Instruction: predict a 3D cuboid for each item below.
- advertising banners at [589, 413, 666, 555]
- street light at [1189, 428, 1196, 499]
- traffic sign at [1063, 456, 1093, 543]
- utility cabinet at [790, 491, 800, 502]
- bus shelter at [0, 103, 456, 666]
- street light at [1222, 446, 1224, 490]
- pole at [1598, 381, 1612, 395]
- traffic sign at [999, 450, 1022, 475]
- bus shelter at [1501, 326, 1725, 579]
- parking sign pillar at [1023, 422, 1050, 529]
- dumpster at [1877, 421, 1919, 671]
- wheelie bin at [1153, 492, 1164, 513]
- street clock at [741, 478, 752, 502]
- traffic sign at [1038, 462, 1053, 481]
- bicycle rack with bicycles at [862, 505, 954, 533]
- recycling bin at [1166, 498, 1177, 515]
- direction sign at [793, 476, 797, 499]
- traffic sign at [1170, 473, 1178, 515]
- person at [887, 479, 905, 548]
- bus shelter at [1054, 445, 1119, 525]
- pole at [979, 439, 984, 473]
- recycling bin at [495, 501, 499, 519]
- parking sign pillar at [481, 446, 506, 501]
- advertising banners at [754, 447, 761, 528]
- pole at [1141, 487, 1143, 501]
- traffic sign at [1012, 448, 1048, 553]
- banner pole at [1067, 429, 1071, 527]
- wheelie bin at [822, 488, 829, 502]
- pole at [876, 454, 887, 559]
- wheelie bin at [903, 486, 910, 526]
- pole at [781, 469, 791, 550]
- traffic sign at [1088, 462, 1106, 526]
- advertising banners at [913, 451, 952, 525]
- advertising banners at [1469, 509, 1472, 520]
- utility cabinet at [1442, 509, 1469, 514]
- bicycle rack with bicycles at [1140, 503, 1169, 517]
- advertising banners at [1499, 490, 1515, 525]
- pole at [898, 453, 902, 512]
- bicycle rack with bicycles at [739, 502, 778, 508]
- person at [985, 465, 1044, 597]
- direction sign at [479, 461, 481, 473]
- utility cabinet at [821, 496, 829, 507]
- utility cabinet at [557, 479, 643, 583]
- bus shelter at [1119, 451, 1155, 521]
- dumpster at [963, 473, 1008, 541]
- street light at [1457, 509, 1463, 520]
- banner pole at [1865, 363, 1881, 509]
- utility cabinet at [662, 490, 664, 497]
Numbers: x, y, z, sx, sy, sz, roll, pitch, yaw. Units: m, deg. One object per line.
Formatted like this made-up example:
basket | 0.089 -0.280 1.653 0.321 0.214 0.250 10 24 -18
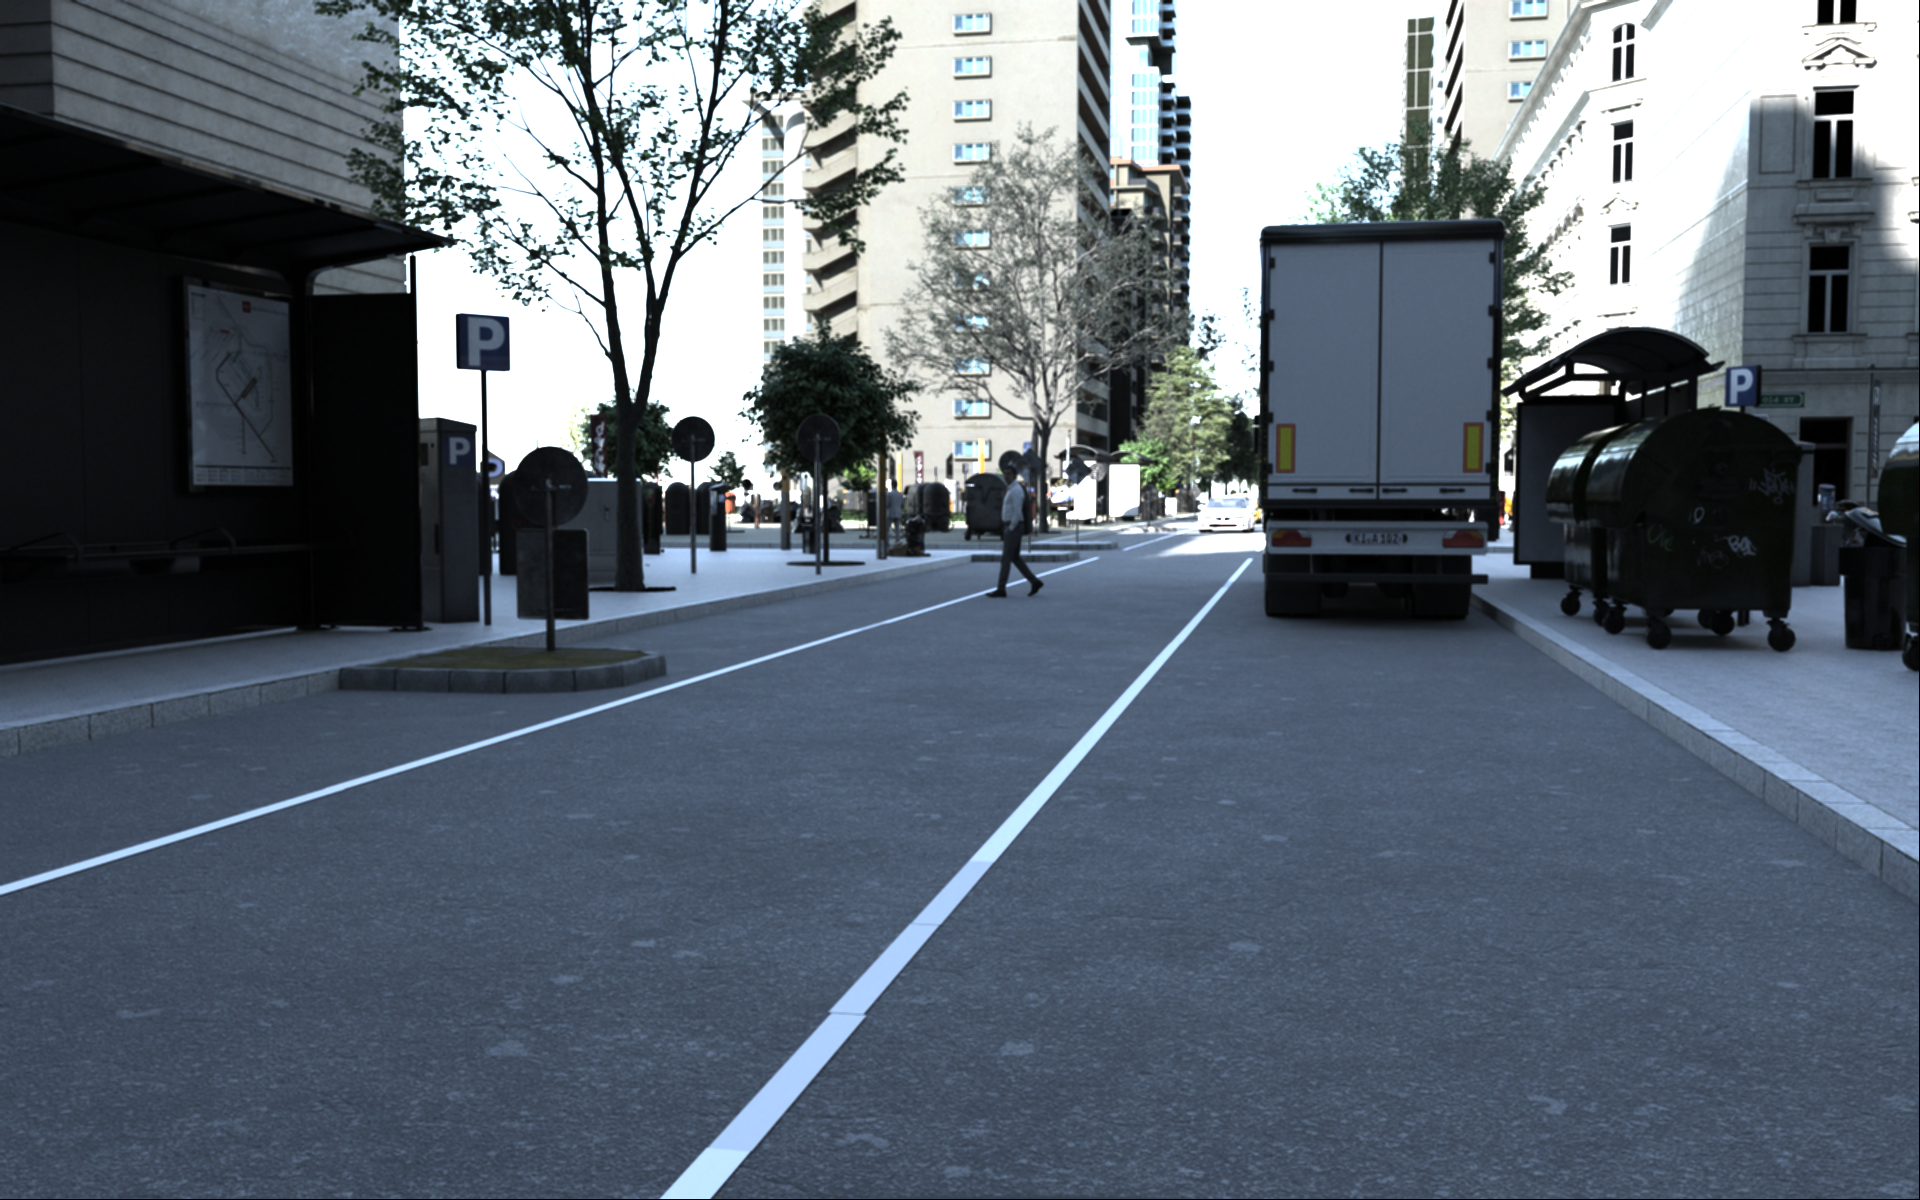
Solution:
advertising banners | -7.171 -2.505 37.149 2.074 3.025 0.090 2 4 32
street light | 16.343 -9.098 121.538 0.468 5.910 1.993 1 4 11
traffic sign | 3.091 -2.564 45.564 0.795 2.450 0.064 1 4 11
utility cabinet | -11.426 -6.761 119.218 1.173 1.500 0.318 3 4 38
bus shelter | -6.095 -1.343 13.236 1.731 3.624 6.357 1 4 11
street light | 25.060 -11.750 164.907 0.468 5.910 1.993 1 4 11
pole | 10.937 -2.178 29.461 0.158 3.312 0.155 0 3 0
traffic sign | 1.499 -3.087 50.585 0.768 2.556 0.104 1 4 12
bus shelter | 8.703 -1.820 23.674 2.014 3.302 5.546 1 4 11
parking sign pillar | 2.625 -4.619 63.995 1.447 3.967 1.447 0 4 8
dumpster | 7.279 -0.560 11.645 1.502 2.255 1.985 1 4 11
wheelie bin | 13.244 -6.582 115.517 0.980 1.594 0.693 2 4 30
street clock | -9.791 -4.583 79.508 0.471 2.002 0.358 -1 4 -12
traffic sign | 3.261 -4.146 67.892 0.768 2.556 0.104 1 4 21
bicycle rack with bicycles | -1.487 -2.752 58.380 2.925 0.926 2.852 2 4 26
recycling bin | 13.015 -5.809 107.533 0.722 1.027 0.722 -1 4 -10
direction sign | -9.743 -6.749 102.337 0.379 3.537 0.876 -1 4 -16
traffic sign | 12.535 -6.312 103.204 0.884 2.594 0.081 1 4 19
person | -1.713 -2.125 43.444 0.606 1.804 0.583 -3 5 -40
bus shelter | 5.390 -4.905 74.118 2.014 3.302 5.546 1 4 11
pole | 0.800 -4.321 64.492 0.158 3.312 0.155 0 3 0
recycling bin | -16.826 -3.011 61.790 0.722 1.027 0.722 3 5 43
parking sign pillar | -25.359 -6.467 94.215 1.447 3.967 1.447 -1 4 -14
advertising banners | -7.609 -4.212 65.048 0.090 3.025 2.074 -1 4 -12
pole | 11.396 -6.973 107.844 0.158 3.312 0.155 0 3 0
traffic sign | 1.518 -2.085 37.735 0.795 2.450 0.064 1 4 11
banner pole | 4.179 -4.694 66.762 0.401 3.779 0.863 0 4 -5
wheelie bin | -7.090 -4.974 89.227 0.693 1.594 0.980 -1 4 -15
pole | -1.543 -2.459 34.041 0.158 3.312 0.155 0 3 0
wheelie bin | -1.867 -3.717 68.686 0.980 1.594 0.693 -2 4 -34
pole | -4.003 -2.805 39.697 0.158 3.312 0.155 0 3 0
traffic sign | 5.482 -4.265 69.833 0.768 2.556 0.104 1 4 18
advertising banners | -1.130 -4.576 71.001 2.074 3.025 0.090 -3 5 -42
advertising banners | 24.314 -5.484 85.847 2.074 3.025 0.090 2 4 23
utility cabinet | 20.336 -3.825 71.214 0.318 1.500 1.173 -3 4 -36
bicycle rack with bicycles | 10.219 -5.089 96.587 2.925 0.926 2.852 1 4 11
advertising banners | 22.202 -4.586 71.162 2.074 3.025 0.090 2 4 34
pole | -2.998 -5.681 86.726 0.158 3.312 0.155 0 3 0
bicycle rack with bicycles | -10.932 -5.032 95.647 2.852 0.926 2.925 1 4 10
person | 0.752 -0.951 24.156 0.850 1.850 0.679 -1 4 -9
direction sign | -33.070 -7.822 119.881 0.379 3.537 0.876 0 4 7
utility cabinet | -5.625 -3.575 69.616 0.306 1.237 1.020 -2 4 -29
utility cabinet | -5.139 -0.980 24.695 1.173 1.500 0.318 -1 4 -16
bus shelter | 8.150 -5.481 83.530 2.014 3.302 5.546 1 4 11
dumpster | 0.830 -2.595 48.189 1.264 1.857 1.865 1 4 11
street light | 10.303 -3.839 35.549 0.468 5.910 1.993 1 4 11
banner pole | 17.563 -2.650 33.339 0.401 3.779 0.863 3 5 43
utility cabinet | -16.840 -5.610 100.399 1.173 1.500 0.318 0 4 5
